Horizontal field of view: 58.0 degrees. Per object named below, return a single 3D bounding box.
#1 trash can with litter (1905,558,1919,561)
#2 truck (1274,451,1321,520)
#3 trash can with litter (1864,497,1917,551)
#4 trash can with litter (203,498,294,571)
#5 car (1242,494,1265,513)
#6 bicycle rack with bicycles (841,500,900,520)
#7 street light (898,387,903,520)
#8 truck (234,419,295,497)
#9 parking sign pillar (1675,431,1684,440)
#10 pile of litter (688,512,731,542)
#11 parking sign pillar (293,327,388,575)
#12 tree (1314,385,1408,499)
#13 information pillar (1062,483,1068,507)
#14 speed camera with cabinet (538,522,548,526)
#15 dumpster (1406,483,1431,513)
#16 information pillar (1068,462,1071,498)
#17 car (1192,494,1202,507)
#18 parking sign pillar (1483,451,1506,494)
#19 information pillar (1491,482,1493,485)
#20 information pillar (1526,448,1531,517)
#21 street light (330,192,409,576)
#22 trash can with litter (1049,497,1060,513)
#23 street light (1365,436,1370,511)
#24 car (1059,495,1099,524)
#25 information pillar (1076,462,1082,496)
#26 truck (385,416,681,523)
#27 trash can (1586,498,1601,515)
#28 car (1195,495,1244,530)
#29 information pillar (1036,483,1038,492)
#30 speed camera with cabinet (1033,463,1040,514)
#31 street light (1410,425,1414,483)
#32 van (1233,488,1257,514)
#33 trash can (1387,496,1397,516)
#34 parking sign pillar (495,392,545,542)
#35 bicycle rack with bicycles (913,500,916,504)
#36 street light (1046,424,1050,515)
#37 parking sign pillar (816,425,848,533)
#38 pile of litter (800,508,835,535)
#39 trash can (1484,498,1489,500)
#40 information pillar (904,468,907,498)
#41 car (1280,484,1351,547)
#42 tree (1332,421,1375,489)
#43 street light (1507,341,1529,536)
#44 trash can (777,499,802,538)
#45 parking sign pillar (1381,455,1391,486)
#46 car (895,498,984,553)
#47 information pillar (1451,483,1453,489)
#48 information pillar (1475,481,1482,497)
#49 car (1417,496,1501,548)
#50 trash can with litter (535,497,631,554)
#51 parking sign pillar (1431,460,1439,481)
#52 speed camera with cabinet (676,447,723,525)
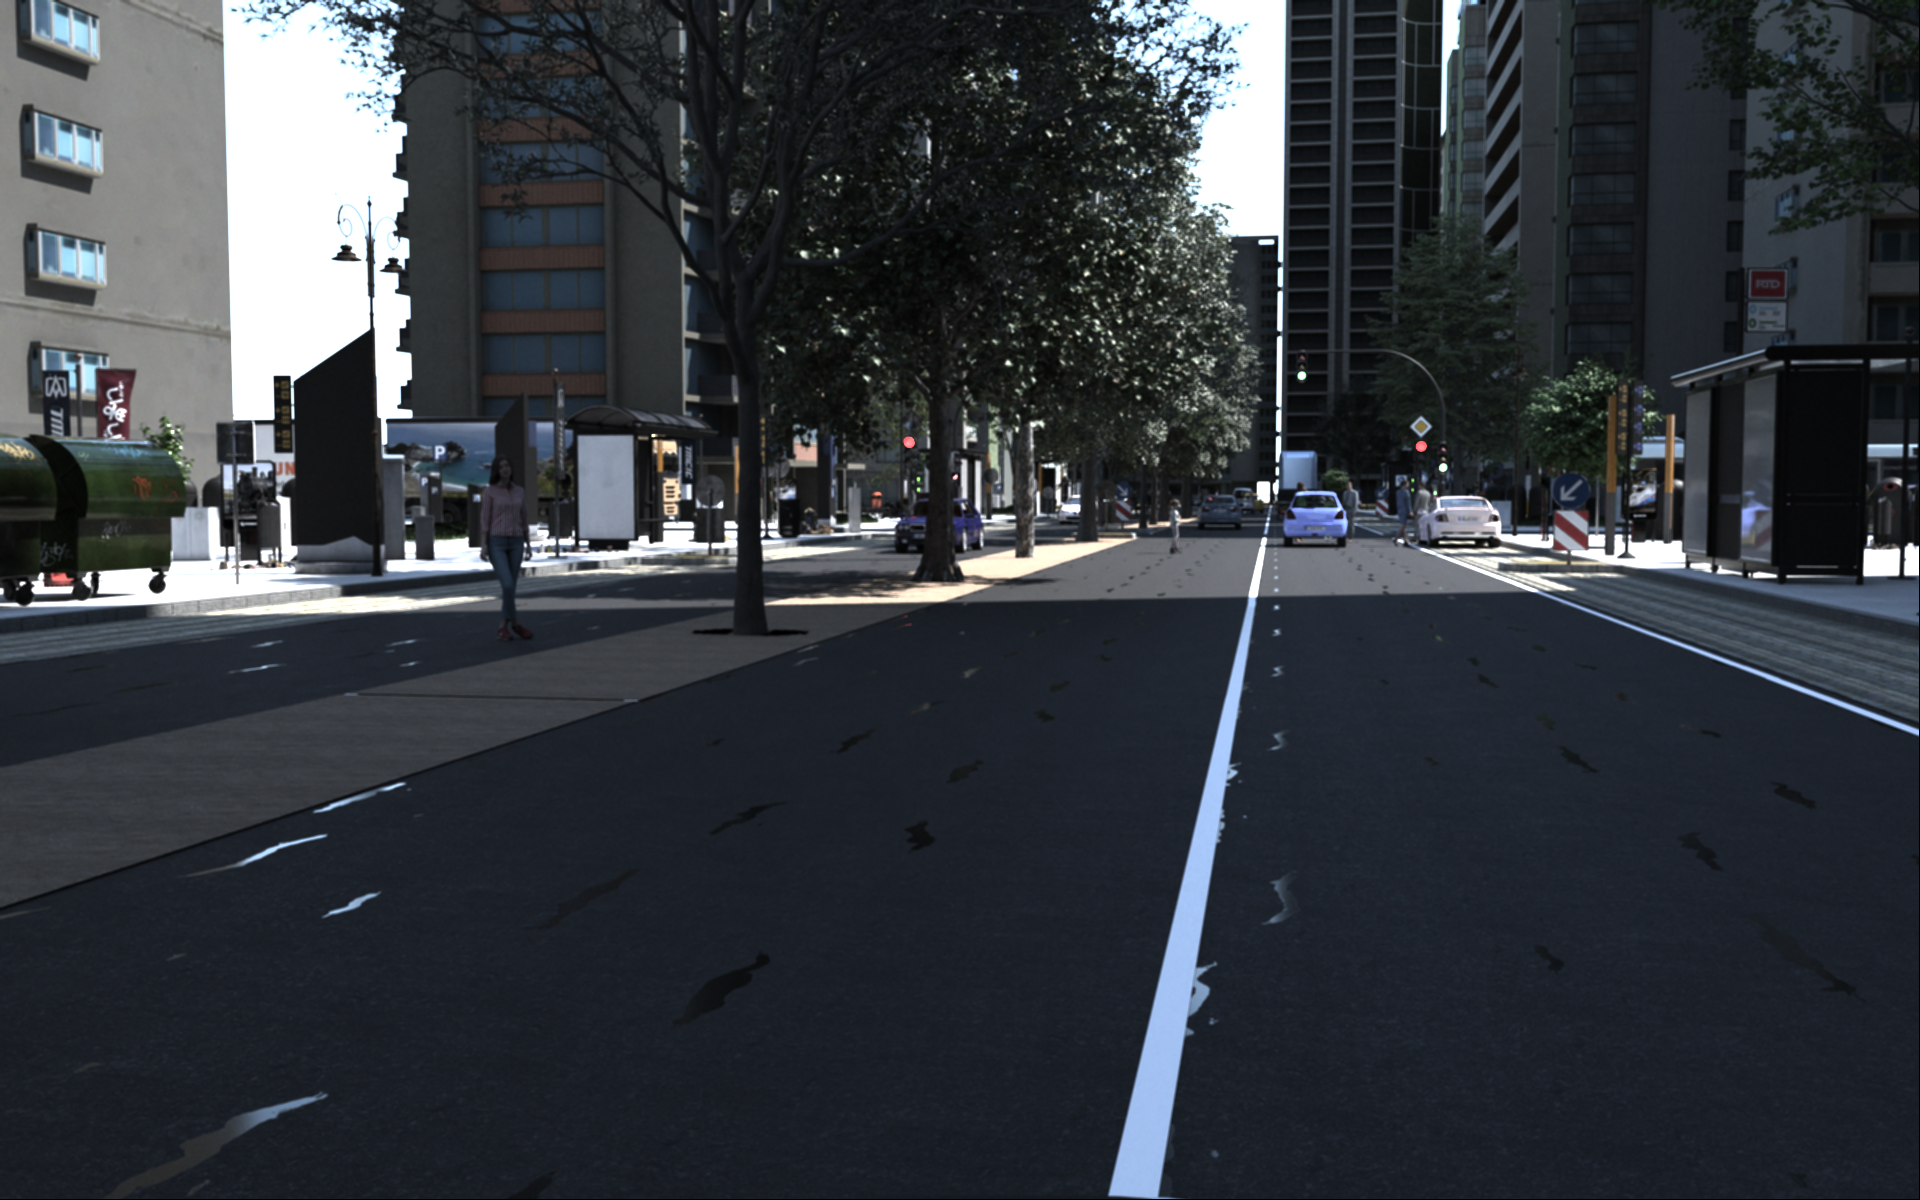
[{"bbox_3d":[19.280,-1.360,33.288,2.233,1.210,1.678,1,4,16],"label":"trash can with litter"},{"bbox_3d":[20.130,-6.920,102.895,2.967,4.110,18.799,1,4,10],"label":"truck"},{"bbox_3d":[21.301,-1.785,40.244,1.678,1.210,2.233,3,4,37],"label":"trash can with litter"},{"bbox_3d":[-12.307,-1.155,29.934,1.678,1.210,2.233,1,4,20],"label":"trash can with litter"},{"bbox_3d":[21.978,-7.347,130.348,2.015,1.641,3.980,1,4,9],"label":"car"},{"bbox_3d":[-4.522,-4.494,86.866,2.925,0.926,2.852,0,4,1],"label":"bicycle rack with bicycles"},{"bbox_3d":[-2.210,-5.680,65.652,0.468,5.910,1.993,1,4,10],"label":"street light"},{"bbox_3d":[-29.314,-4.755,66.655,11.283,4.237,2.839,1,4,11],"label":"truck"},{"bbox_3d":[28.738,-4.982,69.928,1.447,3.967,1.447,2,4,29],"label":"parking sign pillar"},{"bbox_3d":[-6.748,-1.994,46.568,1.176,0.858,1.719,0,4,-4],"label":"pile of litter"},{"bbox_3d":[-10.083,-2.425,28.113,1.447,3.967,1.447,0,4,-3],"label":"parking sign pillar"},{"bbox_3d":[34.203,-13.040,147.615,8.767,10.594,7.601,1,4,21],"label":"tree"},{"bbox_3d":[7.044,-6.835,116.243,0.304,2.012,0.304,-1,4,-21],"label":"information pillar"},{"bbox_3d":[-15.692,-4.547,68.675,2.038,3.252,0.660,1,4,13],"label":"speed camera with cabinet"},{"bbox_3d":[23.209,-5.007,87.628,1.264,1.857,1.865,1,4,10],"label":"dumpster"},{"bbox_3d":[7.890,-8.176,125.027,0.183,3.616,0.504,1,4,18],"label":"information pillar"},{"bbox_3d":[24.359,-10.318,178.483,2.009,1.686,4.222,1,4,9],"label":"car"},{"bbox_3d":[32.652,-7.178,105.837,1.447,3.967,1.447,-1,4,-15],"label":"parking sign pillar"},{"bbox_3d":[31.331,-5.999,102.568,0.304,2.012,0.304,3,4,37],"label":"information pillar"},{"bbox_3d":[25.082,-5.203,76.431,0.183,3.616,0.504,0,4,1],"label":"information pillar"},{"bbox_3d":[-9.123,-3.311,26.925,0.468,5.910,1.993,1,4,10],"label":"street light"},{"bbox_3d":[6.314,-6.325,114.808,1.055,1.170,0.624,-2,4,-24],"label":"trash can with litter"},{"bbox_3d":[31.614,-9.882,134.359,0.468,5.910,1.993,1,4,10],"label":"street light"},{"bbox_3d":[5.884,-4.338,83.283,2.083,1.381,4.827,1,4,10],"label":"car"},{"bbox_3d":[8.589,-8.144,124.510,0.504,3.616,0.183,3,4,37],"label":"information pillar"},{"bbox_3d":[-15.339,-4.575,63.722,11.283,4.237,2.839,1,4,11],"label":"truck"},{"bbox_3d":[25.770,-3.608,70.649,0.748,1.137,0.748,0,3,0],"label":"trash can"},{"bbox_3d":[10.664,-3.615,71.111,2.014,1.417,4.499,1,4,9],"label":"car"},{"bbox_3d":[4.908,-6.694,113.945,0.304,2.012,0.304,-3,4,-39],"label":"information pillar"},{"bbox_3d":[4.616,-7.085,110.173,0.660,3.252,2.038,1,4,12],"label":"speed camera with cabinet"},{"bbox_3d":[23.836,-7.244,91.233,0.468,5.910,1.993,1,4,10],"label":"street light"},{"bbox_3d":[20.550,-7.255,125.636,2.013,2.044,4.112,1,4,10],"label":"van"},{"bbox_3d":[25.455,-5.528,102.039,0.748,1.137,0.748,0,3,0],"label":"trash can"},{"bbox_3d":[-11.861,-3.537,46.296,1.447,3.967,1.447,3,5,40],"label":"parking sign pillar"},{"bbox_3d":[-2.813,-5.288,99.849,2.852,0.926,2.925,-2,4,-26],"label":"bicycle rack with bicycles"},{"bbox_3d":[5.471,-8.268,107.963,0.468,5.910,1.993,1,4,10],"label":"street light"},{"bbox_3d":[-4.441,-4.233,57.688,1.447,3.967,1.447,0,4,5],"label":"parking sign pillar"},{"bbox_3d":[-4.479,-2.495,54.761,1.176,0.858,1.719,2,4,35],"label":"pile of litter"},{"bbox_3d":[19.693,-3.309,65.752,0.748,1.137,0.748,0,3,0],"label":"trash can"},{"bbox_3d":[-3.261,-6.845,103.272,0.183,3.616,0.504,0,4,7],"label":"information pillar"},{"bbox_3d":[9.874,-2.357,48.131,1.945,1.707,3.694,1,4,12],"label":"car"},{"bbox_3d":[35.989,-12.688,157.814,4.360,8.622,3.978,0,3,0],"label":"tree"},{"bbox_3d":[16.825,-4.866,52.349,0.468,5.910,1.993,1,4,10],"label":"street light"},{"bbox_3d":[-4.989,-2.386,50.660,0.748,1.137,0.748,0,3,0],"label":"trash can"},{"bbox_3d":[29.204,-7.925,118.038,1.447,3.967,1.447,-1,4,-15],"label":"parking sign pillar"},{"bbox_3d":[-0.499,-1.880,43.326,1.945,1.354,3.894,1,4,10],"label":"car"},{"bbox_3d":[26.421,-5.385,92.537,0.304,2.012,0.304,-3,4,-36],"label":"information pillar"},{"bbox_3d":[29.710,-5.791,99.168,0.304,2.012,0.304,-2,4,-28],"label":"information pillar"},{"bbox_3d":[13.630,-2.144,47.410,2.083,1.381,4.827,1,4,9],"label":"car"},{"bbox_3d":[-8.328,-1.637,37.818,2.233,1.210,1.678,-1,4,-11],"label":"trash can with litter"},{"bbox_3d":[26.607,-6.617,96.666,1.447,3.967,1.447,2,4,25],"label":"parking sign pillar"},{"bbox_3d":[-10.975,-4.772,72.362,2.038,3.252,0.660,1,4,12],"label":"speed camera with cabinet"}]
